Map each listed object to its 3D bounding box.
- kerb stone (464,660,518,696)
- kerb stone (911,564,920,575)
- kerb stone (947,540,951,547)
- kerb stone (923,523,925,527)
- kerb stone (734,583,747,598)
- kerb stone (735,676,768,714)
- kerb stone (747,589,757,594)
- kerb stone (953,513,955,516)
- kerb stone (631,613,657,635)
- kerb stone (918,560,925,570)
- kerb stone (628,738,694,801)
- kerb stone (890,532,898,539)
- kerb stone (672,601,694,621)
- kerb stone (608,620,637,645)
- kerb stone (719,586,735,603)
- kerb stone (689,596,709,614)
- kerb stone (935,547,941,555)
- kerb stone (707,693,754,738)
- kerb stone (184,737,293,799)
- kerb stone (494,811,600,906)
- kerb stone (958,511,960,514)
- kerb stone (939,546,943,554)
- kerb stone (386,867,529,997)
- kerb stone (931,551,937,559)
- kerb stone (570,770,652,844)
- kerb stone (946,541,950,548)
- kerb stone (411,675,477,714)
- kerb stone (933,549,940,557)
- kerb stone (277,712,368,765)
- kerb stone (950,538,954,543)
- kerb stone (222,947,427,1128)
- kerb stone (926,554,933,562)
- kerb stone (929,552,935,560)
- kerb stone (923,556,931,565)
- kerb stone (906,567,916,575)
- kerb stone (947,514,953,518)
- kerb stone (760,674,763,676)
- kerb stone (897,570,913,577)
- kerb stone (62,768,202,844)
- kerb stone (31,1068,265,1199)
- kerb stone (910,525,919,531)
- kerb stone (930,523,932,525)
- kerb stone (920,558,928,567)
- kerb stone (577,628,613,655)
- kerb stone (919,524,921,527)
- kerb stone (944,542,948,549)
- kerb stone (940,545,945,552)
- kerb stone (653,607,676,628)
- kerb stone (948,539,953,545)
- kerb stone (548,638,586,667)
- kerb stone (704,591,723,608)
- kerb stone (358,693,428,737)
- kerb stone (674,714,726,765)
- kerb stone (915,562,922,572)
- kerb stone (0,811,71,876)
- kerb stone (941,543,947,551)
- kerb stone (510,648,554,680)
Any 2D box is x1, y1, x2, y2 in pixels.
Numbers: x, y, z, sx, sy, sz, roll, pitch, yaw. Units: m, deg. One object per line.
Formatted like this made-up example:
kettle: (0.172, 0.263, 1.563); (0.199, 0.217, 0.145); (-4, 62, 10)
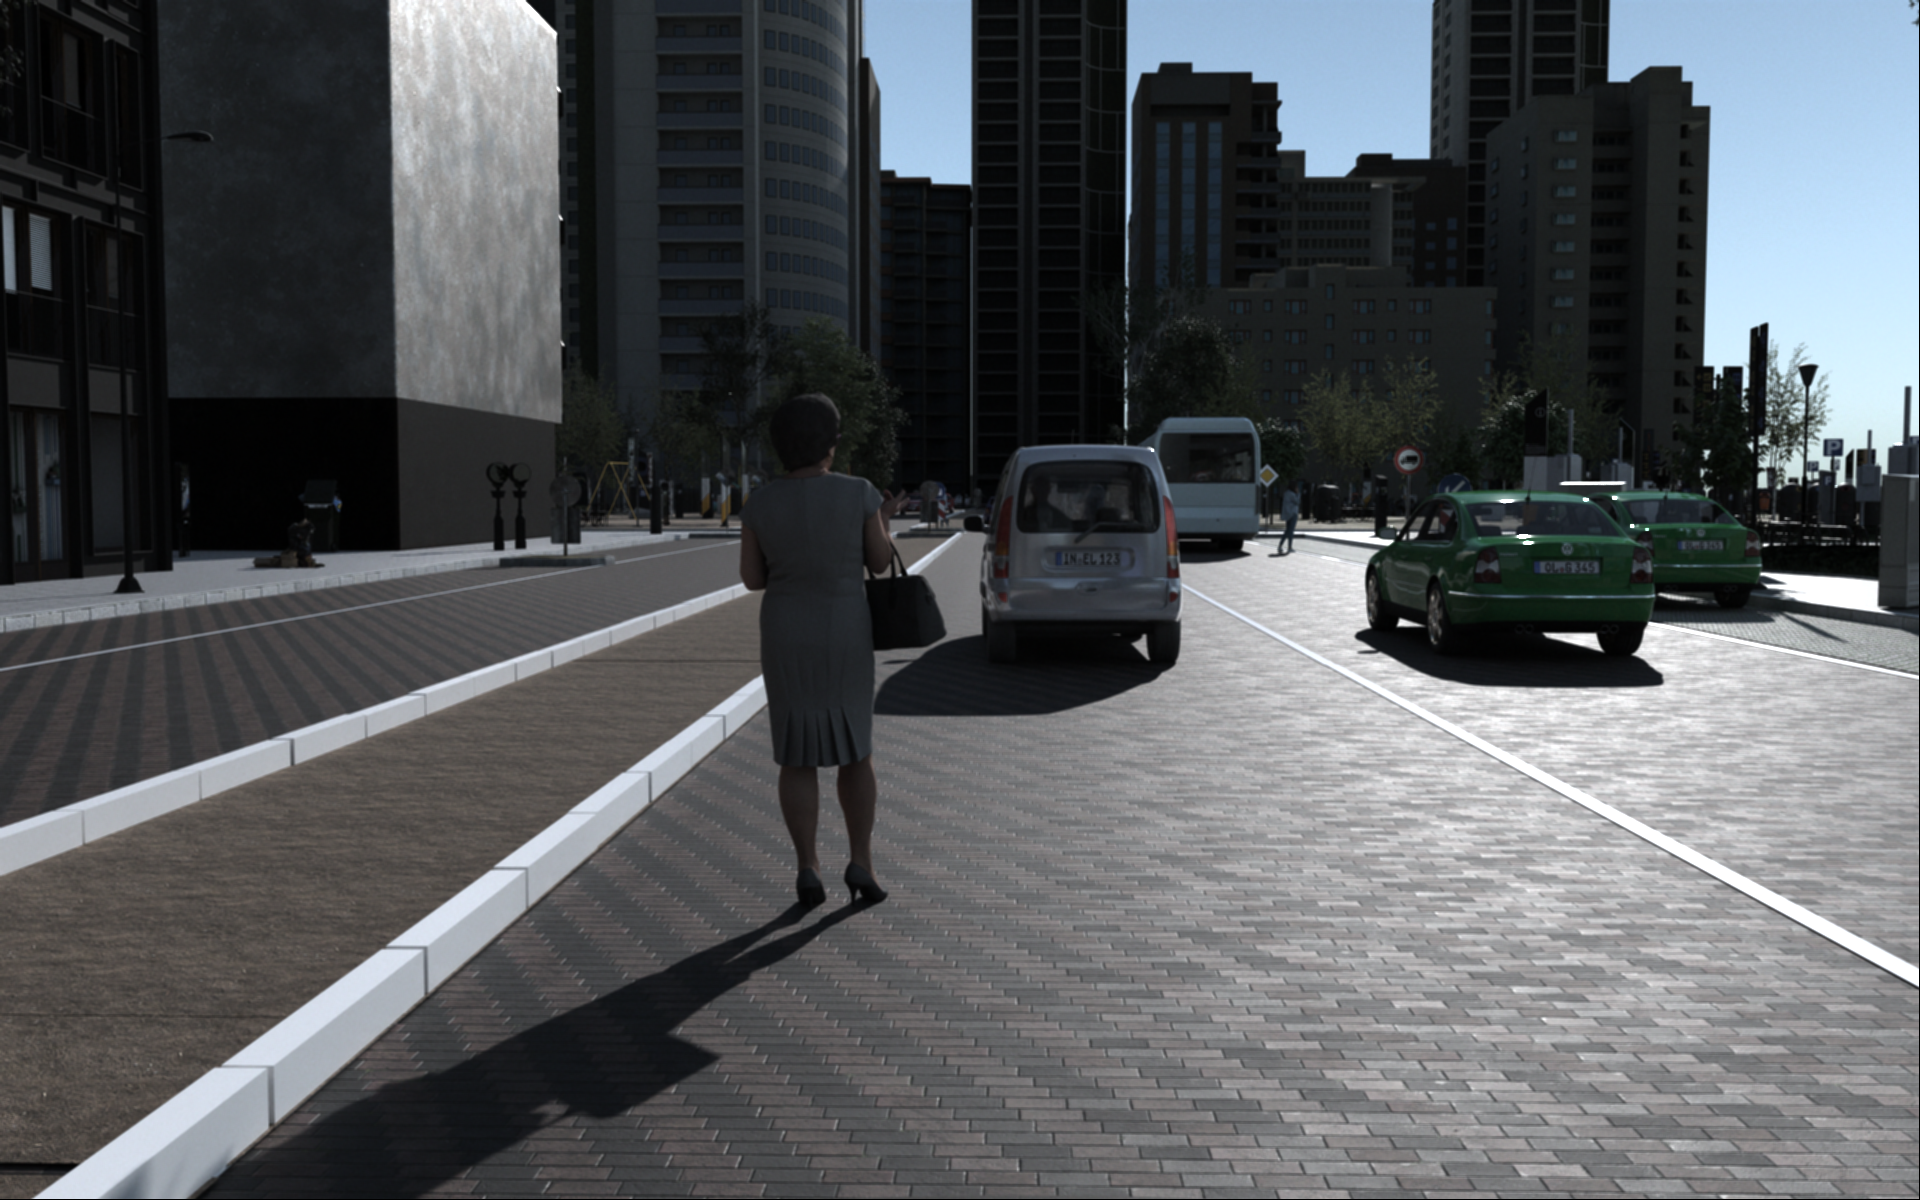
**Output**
kerb stone: (-3.452, 0.584, 12.655); (0.120, 0.150, 1.000); (0, 4, 2)
kerb stone: (-0.832, -0.478, 30.017); (0.120, 0.150, 1.000); (0, 4, 2)
kerb stone: (-0.375, -1.414, 45.398); (0.120, 0.150, 1.000); (0, 4, 2)
kerb stone: (-1.671, -3.084, 72.616); (0.120, 0.150, 1.000); (0, 4, 2)
kerb stone: (-3.112, -0.107, 23.947); (0.120, 0.150, 1.000); (0, 4, 2)
kerb stone: (-1.381, 0.649, 11.577); (0.120, 0.150, 1.000); (0, 4, 2)
kerb stone: (-3.087, -0.167, 24.968); (0.120, 0.150, 1.000); (0, 4, 2)
kerb stone: (-0.581, -5.342, 109.534); (0.120, 0.150, 1.000); (0, 4, 2)
kerb stone: (-3.304, 0.269, 17.793); (0.120, 0.150, 1.000); (0, 4, 2)
kerb stone: (-0.776, -0.603, 32.061); (0.120, 0.150, 1.000); (0, 4, 2)
kerb stone: (-1.471, 0.837, 8.506); (0.120, 0.150, 1.000); (0, 4, 2)
kerb stone: (-2.146, -2.112, 56.734); (0.120, 0.150, 1.000); (0, 4, 2)
kerb stone: (-3.235, 0.149, 19.844); (0.120, 0.150, 1.000); (0, 4, 2)
kerb stone: (-3.322, 0.332, 16.770); (0.120, 0.150, 1.000); (0, 4, 2)
kerb stone: (-3.147, -0.044, 22.919); (0.120, 0.150, 1.000); (0, 4, 2)
kerb stone: (-3.207, 0.081, 20.867); (0.120, 0.150, 1.000); (0, 4, 2)
kerb stone: (-0.563, -1.043, 39.244); (0.120, 0.150, 1.000); (0, 4, 2)
kerb stone: (-1.407, 0.712, 10.554); (0.120, 0.150, 1.000); (0, 4, 2)
kerb stone: (-3.577, 0.838, 8.562); (0.120, 0.150, 1.000); (0, 4, 2)
kerb stone: (-1.531, 0.963, 6.458); (0.120, 0.150, 1.000); (0, 4, 2)
kerb stone: (-0.273, -5.968, 119.774); (0.120, 0.150, 1.000); (0, 4, 2)
kerb stone: (-0.525, -1.106, 40.274); (0.120, 0.150, 1.000); (0, 4, 2)
kerb stone: (-1.560, 1.029, 5.431); (0.120, 0.150, 1.000); (0, 4, 2)
kerb stone: (-0.625, -0.912, 37.195); (0.120, 0.150, 1.000); (0, 4, 2)
kerb stone: (-1.508, 0.900, 7.480); (0.120, 0.150, 1.000); (0, 4, 2)
kerb stone: (-0.405, -1.355, 44.375); (0.120, 0.150, 1.000); (0, 4, 2)
kerb stone: (-3.478, 0.646, 11.634); (0.120, 0.150, 1.000); (0, 4, 2)
kerb stone: (-0.586, -0.980, 38.222); (0.120, 0.150, 1.000); (0, 4, 2)
kerb stone: (-3.538, 0.771, 9.590); (0.120, 0.150, 1.000); (0, 4, 2)
kerb stone: (-0.312, -1.543, 47.444); (0.120, 0.150, 1.000); (0, 4, 2)
kerb stone: (-1.593, 1.094, 4.410); (0.120, 0.150, 1.000); (0, 4, 2)
kerb stone: (-0.683, -0.791, 35.147); (0.120, 0.150, 1.000); (0, 4, 2)
kerb stone: (-0.654, -0.855, 36.169); (0.120, 0.150, 1.000); (0, 4, 2)
kerb stone: (-0.711, -0.729, 34.123); (0.120, 0.150, 1.000); (0, 4, 2)
kerb stone: (-0.864, -0.415, 28.988); (0.120, 0.150, 1.000); (0, 4, 2)
kerb stone: (-0.636, -5.214, 107.490); (0.120, 0.150, 1.000); (0, 4, 2)
kerb stone: (-1.346, 0.591, 12.604); (0.120, 0.150, 1.000); (0, 4, 2)
kerb stone: (-0.892, -0.352, 27.967); (0.120, 0.150, 1.000); (0, 4, 2)
kerb stone: (-3.604, 0.898, 7.540); (0.120, 0.150, 1.000); (0, 4, 2)
kerb stone: (-1.624, 1.152, 3.382); (0.120, 0.150, 1.000); (0, 4, 2)
kerb stone: (-1.797, -2.828, 68.515); (0.120, 0.150, 1.000); (0, 4, 2)
kerb stone: (-1.486, -3.456, 78.772); (0.120, 0.150, 1.000); (0, 4, 2)
kerb stone: (-0.744, -0.666, 33.090); (0.120, 0.150, 1.000); (0, 4, 2)
kerb stone: (-3.355, 0.395, 15.741); (0.120, 0.150, 1.000); (0, 4, 2)
kerb stone: (-1.765, -2.896, 69.542); (0.120, 0.150, 1.000); (0, 4, 2)
kerb stone: (-0.435, -1.294, 43.345); (0.120, 0.150, 1.000); (0, 4, 2)
kerb stone: (-0.505, -1.168, 41.297); (0.120, 0.150, 1.000); (0, 4, 2)
kerb stone: (-3.268, 0.209, 18.823); (0.120, 0.150, 1.000); (0, 4, 2)
kerb stone: (-0.344, -1.476, 46.423); (0.120, 0.150, 1.000); (0, 4, 2)
kerb stone: (-3.382, 0.459, 14.706); (0.120, 0.150, 1.000); (0, 4, 2)
kerb stone: (-3.177, 0.018, 21.897); (0.120, 0.150, 1.000); (0, 4, 2)
kerb stone: (-3.507, 0.717, 10.612); (0.120, 0.150, 1.000); (0, 4, 2)
kerb stone: (-1.444, 0.779, 9.532); (0.120, 0.150, 1.000); (0, 4, 2)
kerb stone: (-0.803, -0.541, 31.038); (0.120, 0.150, 1.000); (0, 4, 2)
kerb stone: (-3.630, 0.959, 6.519); (0.120, 0.150, 1.000); (0, 4, 2)
kerb stone: (-0.467, -1.231, 42.324); (0.120, 0.150, 1.000); (0, 4, 2)
kerb stone: (-3.418, 0.521, 13.677); (0.120, 0.150, 1.000); (0, 4, 2)
